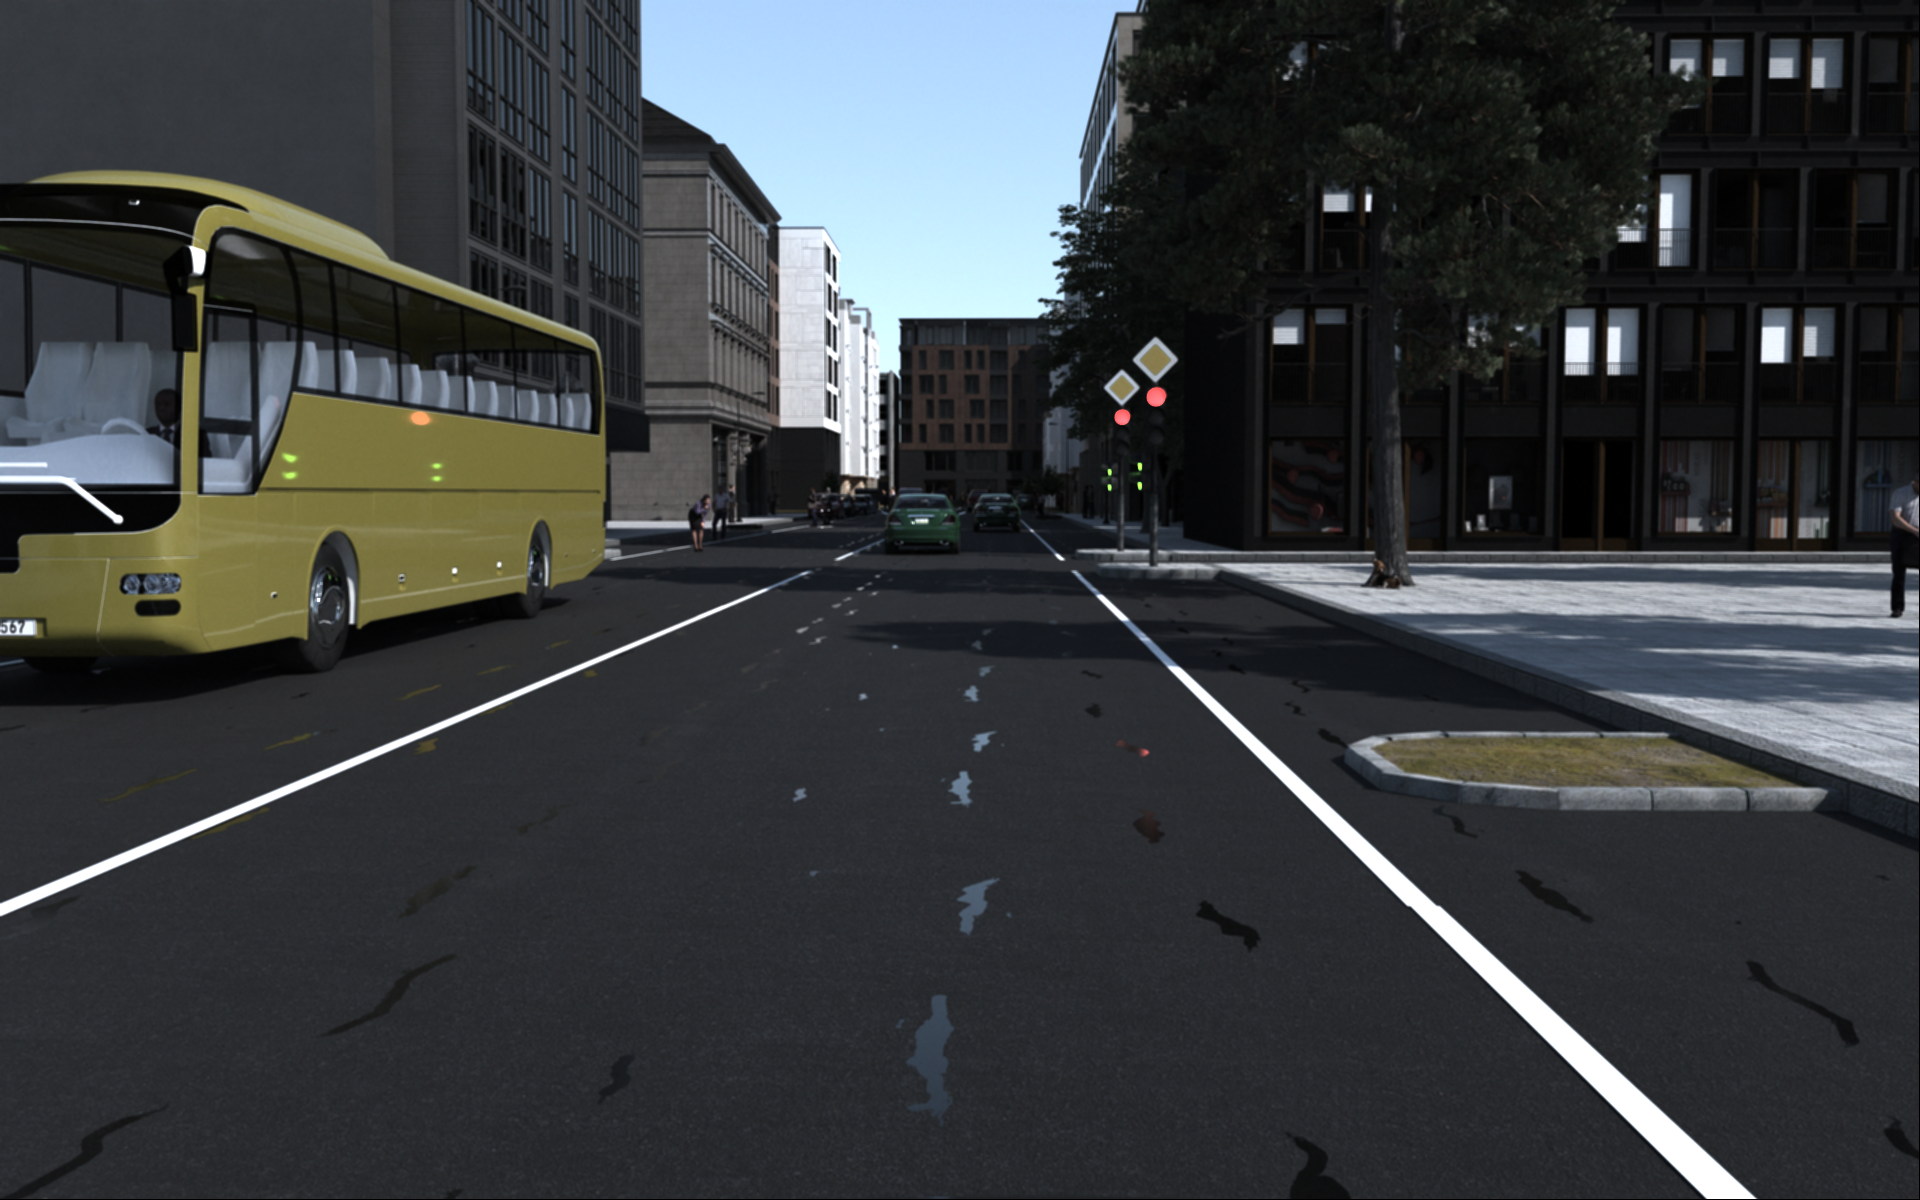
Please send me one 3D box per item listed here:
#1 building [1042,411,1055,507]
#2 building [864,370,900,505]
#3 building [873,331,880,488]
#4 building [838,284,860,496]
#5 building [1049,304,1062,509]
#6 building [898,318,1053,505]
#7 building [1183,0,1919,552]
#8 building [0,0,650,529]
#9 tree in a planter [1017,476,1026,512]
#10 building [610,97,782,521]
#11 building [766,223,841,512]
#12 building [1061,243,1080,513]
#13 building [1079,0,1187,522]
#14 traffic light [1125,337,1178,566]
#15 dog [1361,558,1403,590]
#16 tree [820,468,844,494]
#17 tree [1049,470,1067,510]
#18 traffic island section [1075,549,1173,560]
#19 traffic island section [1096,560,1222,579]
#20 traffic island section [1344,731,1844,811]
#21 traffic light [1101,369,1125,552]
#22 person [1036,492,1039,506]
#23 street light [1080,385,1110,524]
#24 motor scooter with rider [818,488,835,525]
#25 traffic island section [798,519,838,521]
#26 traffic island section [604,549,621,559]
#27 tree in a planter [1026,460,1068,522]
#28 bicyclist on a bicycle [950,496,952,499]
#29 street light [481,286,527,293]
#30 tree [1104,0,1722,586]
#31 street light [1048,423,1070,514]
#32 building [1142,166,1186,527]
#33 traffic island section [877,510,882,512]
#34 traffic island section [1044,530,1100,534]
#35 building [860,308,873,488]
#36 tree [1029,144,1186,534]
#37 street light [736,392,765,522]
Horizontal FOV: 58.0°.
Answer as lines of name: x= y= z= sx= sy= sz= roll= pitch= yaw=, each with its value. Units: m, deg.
building: x=13.187 y=-14.264 z=175.365 sx=9.099 sy=9.664 sz=28.070 roll=0 pitch=4 yaw=1
building: x=-23.393 y=-20.866 z=207.610 sx=31.486 sy=18.905 sz=16.747 roll=0 pitch=4 yaw=1
building: x=-14.405 y=-19.918 z=182.083 sx=11.380 sy=20.091 sz=16.016 roll=0 pitch=4 yaw=1
building: x=-17.577 y=-18.142 z=153.035 sx=16.016 sy=20.091 sz=11.380 roll=0 pitch=4 yaw=1
building: x=16.124 y=-18.280 z=155.297 sx=16.016 sy=20.091 sz=11.380 roll=0 pitch=4 yaw=1
building: x=9.358 y=-22.482 z=211.553 sx=32.646 sy=21.610 sz=27.936 roll=0 pitch=4 yaw=1
building: x=14.324 y=-13.093 z=43.748 sx=15.834 sy=23.373 sz=12.332 roll=0 pitch=4 yaw=1
building: x=-18.501 y=-15.745 z=50.941 sx=14.314 sy=27.812 sz=24.014 roll=0 pitch=4 yaw=1
tree in a planter: x=5.595 y=-8.792 z=140.969 sx=1.991 sy=3.239 sz=1.994 roll=0 pitch=4 yaw=1
building: x=-16.236 y=-14.214 z=83.306 sx=10.553 sy=20.767 sz=40.483 roll=0 pitch=4 yaw=1
building: x=-24.372 y=-17.543 z=130.794 sx=27.936 sy=21.610 sz=32.646 roll=0 pitch=4 yaw=1
building: x=16.236 y=-16.890 z=132.573 sx=16.016 sy=20.091 sz=11.380 roll=0 pitch=4 yaw=1
building: x=17.121 y=-17.859 z=96.503 sx=19.350 sy=26.468 sz=34.151 roll=0 pitch=4 yaw=1
traffic light: x=3.420 y=-2.533 z=30.652 sx=0.839 sy=4.213 sz=0.868 roll=0 pitch=4 yaw=1
dog: x=5.747 y=-0.358 z=23.594 sx=0.550 sy=0.427 sz=0.748 roll=1 pitch=4 yaw=11
tree: x=-9.149 y=-7.972 z=124.939 sx=1.663 sy=3.219 sz=1.824 roll=0 pitch=3 yaw=0
tree: x=7.759 y=-9.299 z=146.642 sx=1.663 sy=3.219 sz=1.824 roll=0 pitch=3 yaw=0
traffic island section: x=3.615 y=-1.007 z=38.747 sx=2.009 sy=0.180 sz=2.903 roll=0 pitch=4 yaw=1
traffic island section: x=3.460 y=-0.519 z=30.763 sx=2.009 sy=0.180 sz=2.903 roll=0 pitch=4 yaw=1
traffic island section: x=3.035 y=0.858 z=8.838 sx=1.991 sy=0.108 sz=1.994 roll=0 pitch=4 yaw=1
traffic light: x=3.575 y=-3.021 z=38.635 sx=0.839 sy=4.213 sz=0.868 roll=0 pitch=4 yaw=1
person: x=8.350 y=-10.860 z=184.280 sx=0.721 sy=1.739 sz=1.217 roll=0 pitch=4 yaw=3
street light: x=5.704 y=-6.190 z=73.740 sx=1.470 sy=5.913 sz=1.316 roll=0 pitch=4 yaw=1
motor scooter with rider: x=-6.180 y=-4.346 z=80.018 sx=0.876 sy=1.779 sz=1.986 roll=0 pitch=4 yaw=1
traffic island section: x=-7.483 y=-4.221 z=91.885 sx=1.991 sy=0.108 sz=1.994 roll=0 pitch=4 yaw=1
traffic island section: x=-8.824 y=-1.022 z=38.993 sx=2.009 sy=0.180 sz=2.903 roll=0 pitch=4 yaw=1
tree in a planter: x=4.612 y=-5.690 z=90.250 sx=1.991 sy=3.239 sz=1.994 roll=0 pitch=4 yaw=1
bicyclist on a bicycle: x=-1.168 y=-10.340 z=179.078 sx=1.499 sy=1.676 sz=1.625 roll=0 pitch=4 yaw=2
street light: x=-10.358 y=-4.051 z=38.778 sx=1.470 sy=5.913 sz=1.316 roll=0 pitch=4 yaw=1
tree: x=5.865 y=-7.141 z=24.179 sx=7.806 sy=13.903 sz=7.818 roll=0 pitch=3 yaw=0
street light: x=6.470 y=-8.602 z=113.190 sx=1.470 sy=5.913 sz=1.316 roll=0 pitch=4 yaw=1
building: x=15.846 y=-12.432 z=70.714 sx=16.820 sy=18.784 sz=16.811 roll=0 pitch=4 yaw=1
traffic island section: x=-6.518 y=-7.230 z=141.081 sx=1.991 sy=0.108 sz=1.994 roll=0 pitch=4 yaw=1
traffic island section: x=4.092 y=-2.480 z=63.407 sx=1.991 sy=0.108 sz=1.994 roll=0 pitch=4 yaw=1
building: x=-16.969 y=-18.911 z=165.611 sx=16.016 sy=20.091 sz=11.380 roll=0 pitch=4 yaw=1
tree: x=6.105 y=-8.470 z=56.604 sx=7.486 sy=12.596 sz=7.792 roll=0 pitch=3 yaw=0
street light: x=-9.532 y=-6.499 z=78.798 sx=1.470 sy=5.913 sz=1.316 roll=0 pitch=4 yaw=1
